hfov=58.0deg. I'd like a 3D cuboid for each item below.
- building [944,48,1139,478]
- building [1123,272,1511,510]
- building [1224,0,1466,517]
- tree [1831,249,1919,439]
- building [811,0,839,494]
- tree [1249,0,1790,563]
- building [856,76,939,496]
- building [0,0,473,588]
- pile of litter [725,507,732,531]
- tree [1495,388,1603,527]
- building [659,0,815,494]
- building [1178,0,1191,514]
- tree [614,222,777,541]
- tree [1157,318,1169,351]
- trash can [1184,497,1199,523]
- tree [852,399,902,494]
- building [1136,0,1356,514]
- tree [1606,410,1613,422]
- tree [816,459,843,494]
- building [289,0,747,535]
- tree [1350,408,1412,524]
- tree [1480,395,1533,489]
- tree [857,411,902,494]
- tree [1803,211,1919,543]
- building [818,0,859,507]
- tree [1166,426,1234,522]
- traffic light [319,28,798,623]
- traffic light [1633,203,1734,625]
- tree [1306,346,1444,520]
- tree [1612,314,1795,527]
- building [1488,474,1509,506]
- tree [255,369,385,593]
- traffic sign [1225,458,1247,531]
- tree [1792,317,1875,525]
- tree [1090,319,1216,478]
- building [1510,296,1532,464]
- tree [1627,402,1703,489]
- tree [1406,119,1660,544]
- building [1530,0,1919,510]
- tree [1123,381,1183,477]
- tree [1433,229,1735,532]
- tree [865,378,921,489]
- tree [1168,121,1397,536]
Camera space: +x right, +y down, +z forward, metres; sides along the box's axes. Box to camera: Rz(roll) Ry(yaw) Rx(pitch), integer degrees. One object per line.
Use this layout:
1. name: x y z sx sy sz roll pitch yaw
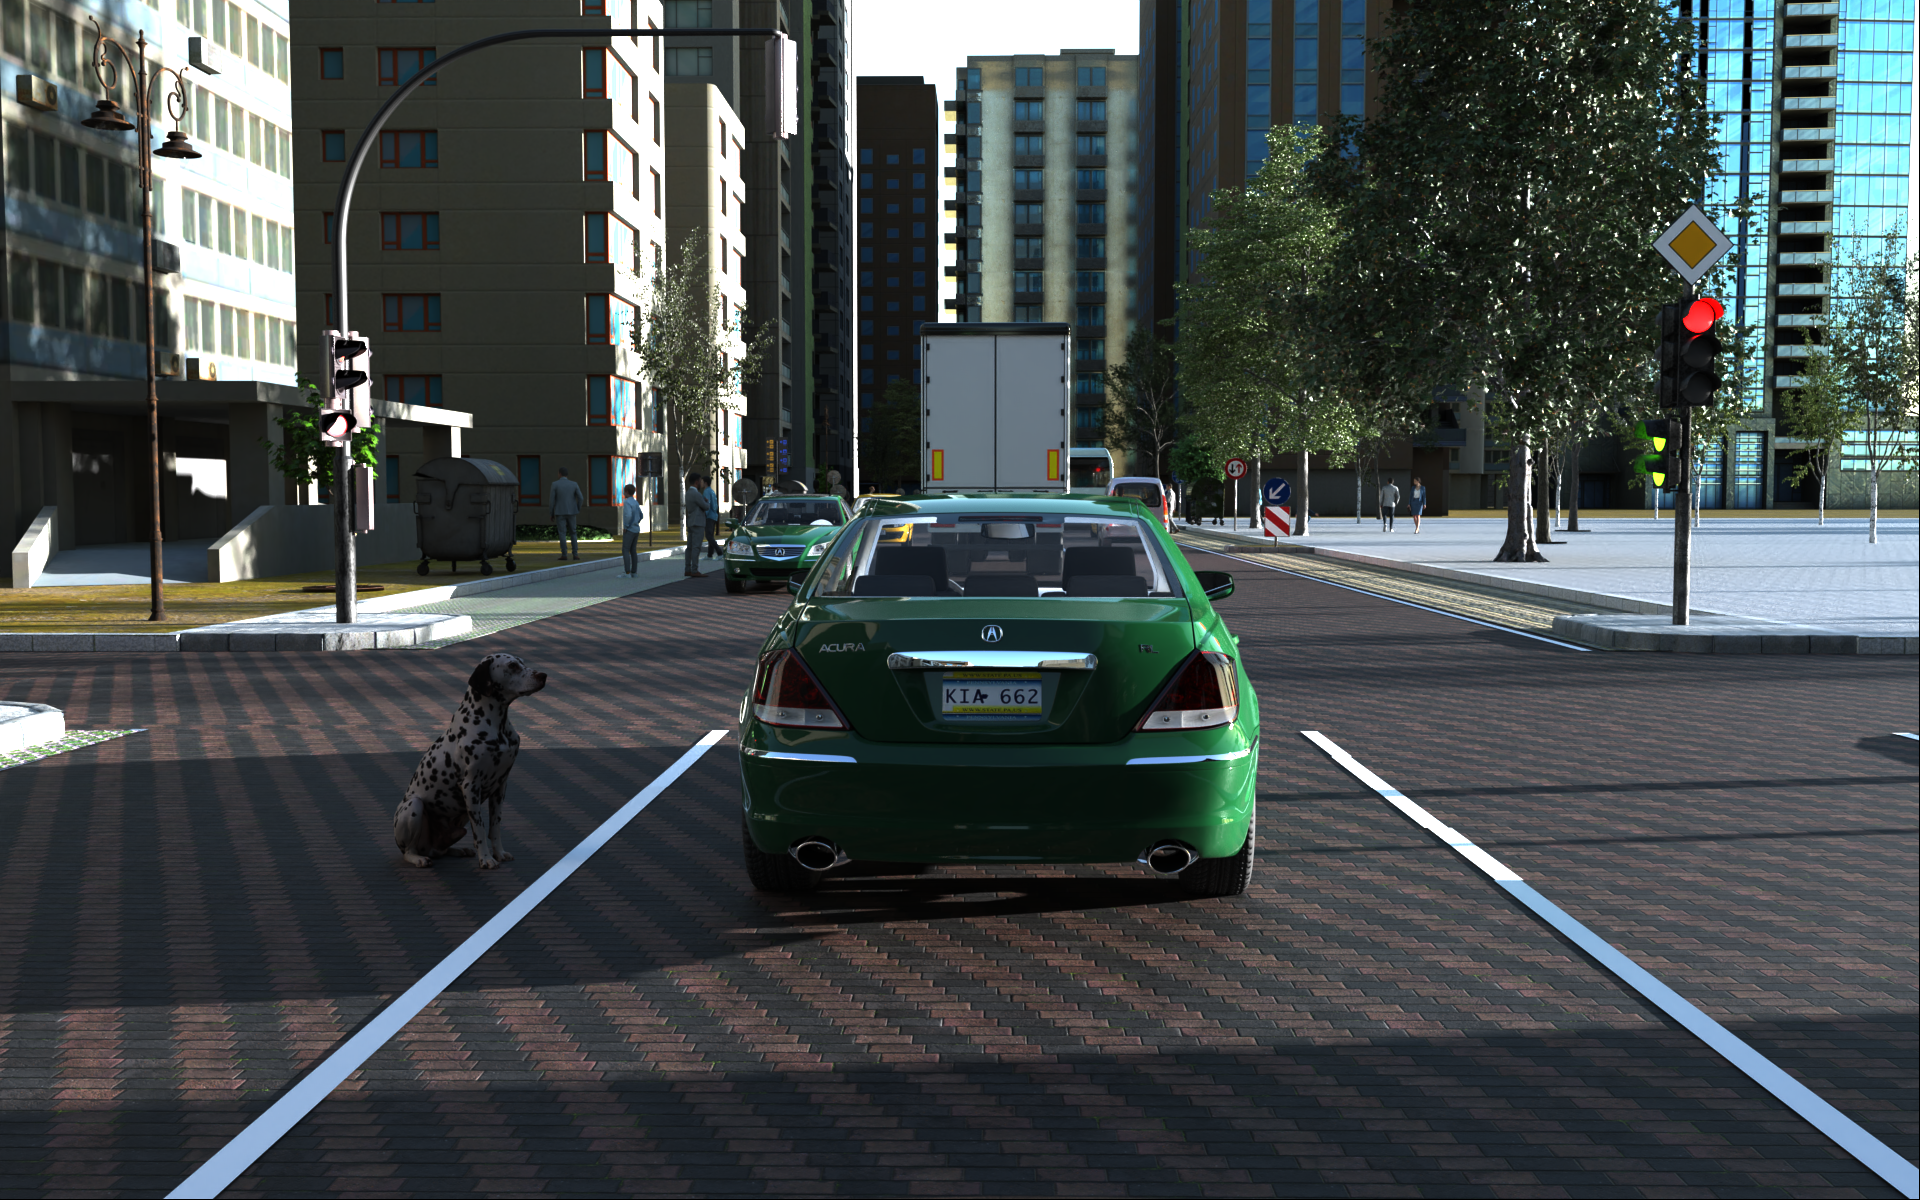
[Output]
1. building: 13.608 -34.836 189.177 30.456 49.044 23.786 0 4 1
2. building: 31.001 -28.152 152.165 32.217 40.220 23.993 0 4 1
3. building: 21.420 -27.709 103.148 14.600 45.320 14.200 0 4 1
4. tree: 33.920 -7.635 59.253 7.601 10.594 8.767 -1 4 -18
5. building: -20.273 -28.540 121.247 22.147 44.769 28.867 0 4 1
6. tree: 10.535 -7.064 32.502 9.611 12.733 9.660 0 3 0
7. building: -9.503 -32.777 186.011 14.200 45.320 14.600 0 4 1
8. building: -26.702 -20.744 31.052 32.217 40.220 23.993 0 4 1
9. pile of litter: -7.519 -2.806 59.835 1.176 0.858 1.719 -1 4 -9
10. tree: 25.500 -7.614 74.851 4.360 8.622 3.978 0 3 0
11. building: -16.150 -25.443 99.582 14.154 41.232 14.086 0 4 1
12. building: 21.772 -26.539 117.513 14.154 41.232 14.086 0 4 1
13. tree: -7.440 -5.939 47.463 4.360 8.622 3.978 0 3 0
14. tree: 11.154 -8.931 64.151 7.486 12.596 7.792 0 3 0
15. trash can: 10.283 -3.971 76.576 0.748 1.137 0.748 0 3 0
16. tree: -6.207 -11.207 133.596 4.360 8.622 3.978 0 3 0
17. building: 21.198 -29.541 133.113 14.600 45.320 14.200 0 4 1
18. tree: 35.288 -8.422 88.060 4.737 8.622 4.395 0 3 0
19. tree: -7.515 -6.169 95.464 1.663 3.219 1.824 0 3 0
20. building: -24.241 -13.634 67.953 27.650 21.520 28.899 0 4 1
21. tree: 17.572 -7.623 75.001 4.360 8.622 3.978 0 3 0
22. tree: 28.958 -8.460 88.690 4.737 8.622 4.395 0 3 0
23. tree: -6.923 -12.354 152.358 4.737 8.622 4.395 0 3 0
24. tree: 24.041 -5.786 44.967 4.360 8.622 3.978 0 3 0
25. building: -20.123 -43.765 153.807 20.611 71.187 20.563 0 4 1
26. tree: 11.185 -5.872 79.728 4.285 4.588 4.351 0 3 0
27. traffic light: -3.998 -2.597 17.129 4.771 5.953 1.251 0 4 1
28. traffic light: 7.069 -1.713 16.922 0.839 4.253 0.868 0 4 1
29. tree: 20.821 -9.336 87.051 7.601 10.594 8.767 2 4 28
30. tree: 29.100 -7.189 67.910 4.737 8.622 4.395 0 3 0
31. building: 42.934 -39.520 188.151 28.212 58.520 21.231 0 4 1
32. tree: -8.195 -1.740 23.047 1.663 3.219 1.824 0 3 0
33. traffic sign: 9.611 -3.690 60.434 0.768 2.556 0.104 1 4 10
34. tree: 35.979 -7.444 72.064 4.737 8.622 4.395 0 3 0
35. tree: 10.412 -9.684 92.752 7.601 10.594 8.767 1 4 12
36. building: 64.009 -25.210 183.887 14.107 30.474 14.160 0 4 1
37. tree: 33.485 -7.968 80.644 4.360 8.622 3.978 0 3 0
38. tree: 14.999 -7.273 44.675 9.928 11.665 9.643 0 3 0
39. building: 67.323 -51.265 150.853 31.000 86.520 22.319 0 4 1
40. tree: 11.781 -9.615 107.575 4.360 8.622 3.978 0 3 0
41. tree: 21.031 -9.077 58.779 12.009 13.543 11.850 0 3 0
42. tree: -5.512 -15.365 169.341 7.486 12.596 7.792 0 3 0
43. tree: 10.555 -8.298 53.803 7.486 12.596 7.792 0 3 0
